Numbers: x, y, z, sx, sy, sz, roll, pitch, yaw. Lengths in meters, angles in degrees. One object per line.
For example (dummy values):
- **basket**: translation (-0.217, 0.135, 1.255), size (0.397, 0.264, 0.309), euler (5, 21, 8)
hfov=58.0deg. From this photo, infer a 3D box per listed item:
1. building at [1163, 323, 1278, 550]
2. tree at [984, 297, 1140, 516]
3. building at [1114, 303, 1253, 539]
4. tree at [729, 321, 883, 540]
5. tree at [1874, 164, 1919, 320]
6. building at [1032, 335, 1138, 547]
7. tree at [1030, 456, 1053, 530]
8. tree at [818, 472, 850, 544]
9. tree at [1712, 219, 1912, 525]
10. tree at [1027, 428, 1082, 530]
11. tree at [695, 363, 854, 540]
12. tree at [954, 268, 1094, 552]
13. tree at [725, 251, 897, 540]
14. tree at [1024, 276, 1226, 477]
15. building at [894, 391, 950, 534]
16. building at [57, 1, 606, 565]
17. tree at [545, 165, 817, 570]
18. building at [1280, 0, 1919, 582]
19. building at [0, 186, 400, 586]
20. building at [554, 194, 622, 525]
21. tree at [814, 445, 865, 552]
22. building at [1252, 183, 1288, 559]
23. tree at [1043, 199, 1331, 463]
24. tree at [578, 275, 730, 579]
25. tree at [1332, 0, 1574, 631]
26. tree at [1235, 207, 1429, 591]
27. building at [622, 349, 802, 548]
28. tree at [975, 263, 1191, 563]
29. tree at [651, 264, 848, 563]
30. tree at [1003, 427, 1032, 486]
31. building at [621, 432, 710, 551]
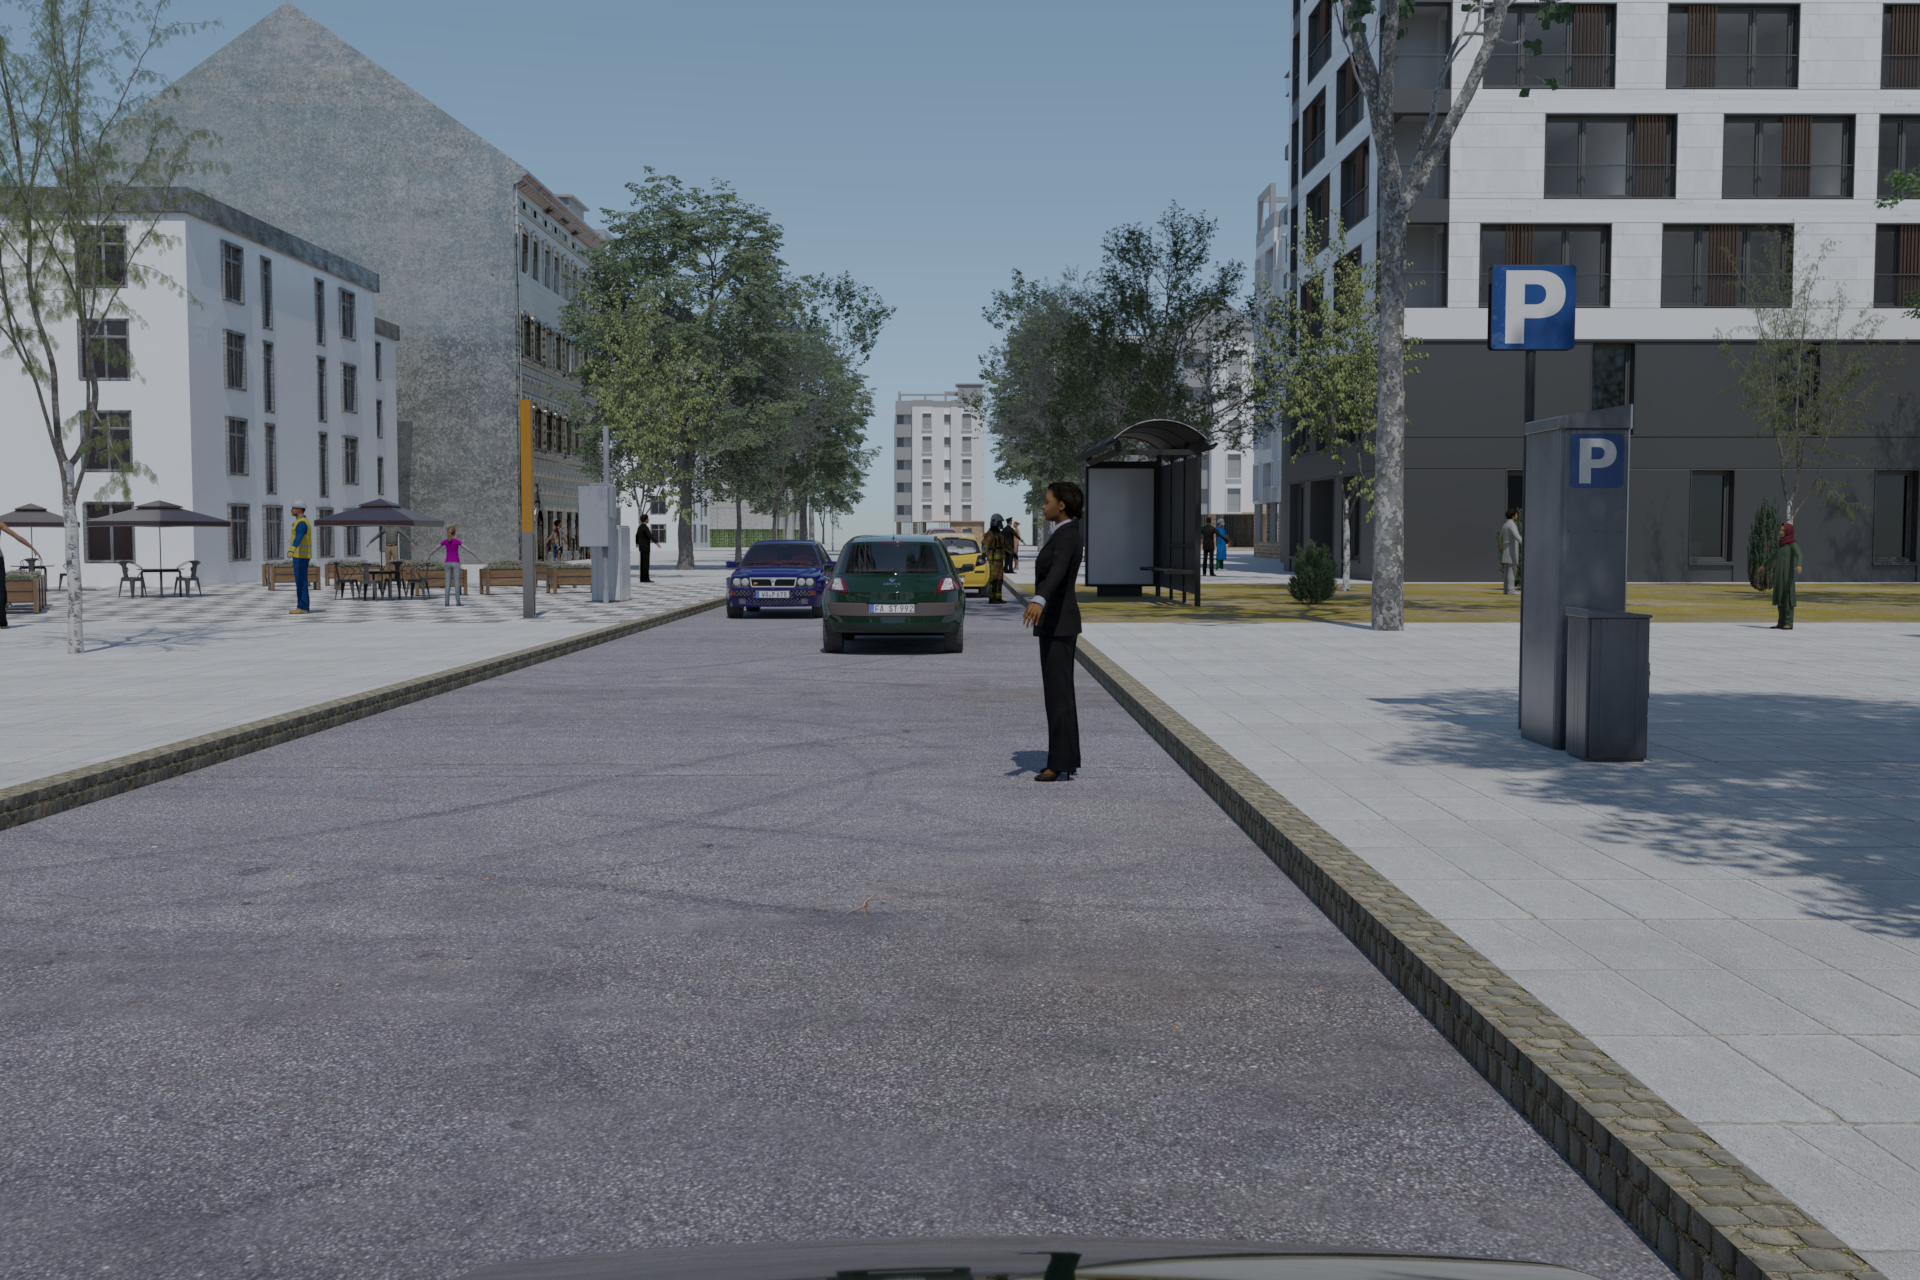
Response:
- **building**: translation (23.413, -18.326, 156.050), size (16.016, 20.090, 11.380), euler (0, 4, 0)
- **tree**: translation (5.740, -11.365, 92.466), size (9.857, 13.997, 8.962), euler (0, 3, 0)
- **building**: translation (23.150, -20.620, 168.067), size (19.493, 23.208, 18.063), euler (0, 4, -1)
- **tree**: translation (-9.472, -12.016, 103.114), size (9.857, 13.997, 8.962), euler (0, 3, 0)
- **tree**: translation (19.546, -6.283, 28.482), size (9.928, 11.665, 9.643), euler (0, 3, 0)
- **building**: translation (21.916, -21.396, 193.804), size (27.936, 21.610, 32.646), euler (0, 4, 0)
- **tree**: translation (5.606, -9.744, 109.677), size (4.360, 8.622, 3.978), euler (0, 3, 0)
- **tree**: translation (-17.228, -17.759, 216.110), size (9.928, 11.665, 9.643), euler (0, 3, 0)
- **tree**: translation (19.611, -5.533, 40.829), size (4.360, 8.622, 3.978), euler (0, 3, 0)
- **tree**: translation (5.682, -9.380, 103.733), size (4.737, 8.622, 4.395), euler (0, 3, 0)
- **tree**: translation (-9.800, -9.532, 90.266), size (8.767, 10.594, 7.601), euler (0, 4, -5)
- **tree**: translation (5.829, -16.289, 122.222), size (12.611, 20.169, 13.585), euler (0, 3, 0)
- **tree**: translation (-10.967, -15.942, 116.539), size (12.611, 20.169, 13.585), euler (0, 3, 0)
- **tree**: translation (5.944, -7.800, 61.943), size (7.601, 10.594, 8.767), euler (-1, 4, -10)
- **building**: translation (-7.989, -22.149, 221.015), size (11.380, 20.090, 16.016), euler (0, 4, -5)
- **building**: translation (-27.860, -15.299, 81.067), size (19.493, 23.208, 18.063), euler (0, 4, -1)
- **tree**: translation (-9.714, -9.474, 61.556), size (9.857, 13.997, 8.962), euler (0, 3, 0)
- **building**: translation (25.105, -13.312, 61.622), size (27.936, 21.610, 32.646), euler (0, 4, 0)
- **building**: translation (-23.271, -6.965, 56.022), size (9.099, 9.664, 28.070), euler (0, 4, 0)
- **building**: translation (-26.594, -14.760, 97.739), size (16.016, 20.090, 11.380), euler (0, 4, 0)
- **tree**: translation (-9.550, -10.773, 126.506), size (4.360, 8.622, 3.978), euler (0, 3, 0)
- **building**: translation (21.339, -14.568, 94.605), size (16.016, 20.090, 11.380), euler (0, 4, 0)
- **tree**: translation (6.245, -6.918, 47.517), size (8.767, 10.594, 7.601), euler (1, 4, 12)
- **tree**: translation (-8.966, -6.048, 49.246), size (4.737, 8.622, 4.395), euler (0, 3, 0)
- **tree**: translation (6.795, -10.129, 21.496), size (12.611, 20.169, 13.585), euler (0, 3, 0)
- **tree**: translation (8.492, -5.390, 38.492), size (4.737, 8.622, 4.395), euler (0, 3, 0)
- **building**: translation (-25.735, -19.135, 179.320), size (16.747, 18.905, 31.486), euler (0, 4, 0)
- **tree**: translation (5.731, -10.281, 78.458), size (12.009, 13.543, 11.850), euler (0, 3, 0)
- **tree**: translation (-9.840, -10.202, 77.175), size (12.009, 13.543, 11.850), euler (0, 3, 0)
- **tree**: translation (11.241, -22.447, 222.892), size (12.611, 20.169, 13.585), euler (0, 3, 0)
- **building**: translation (-26.032, -12.686, 149.557), size (9.099, 9.664, 28.070), euler (0, 3, 0)
